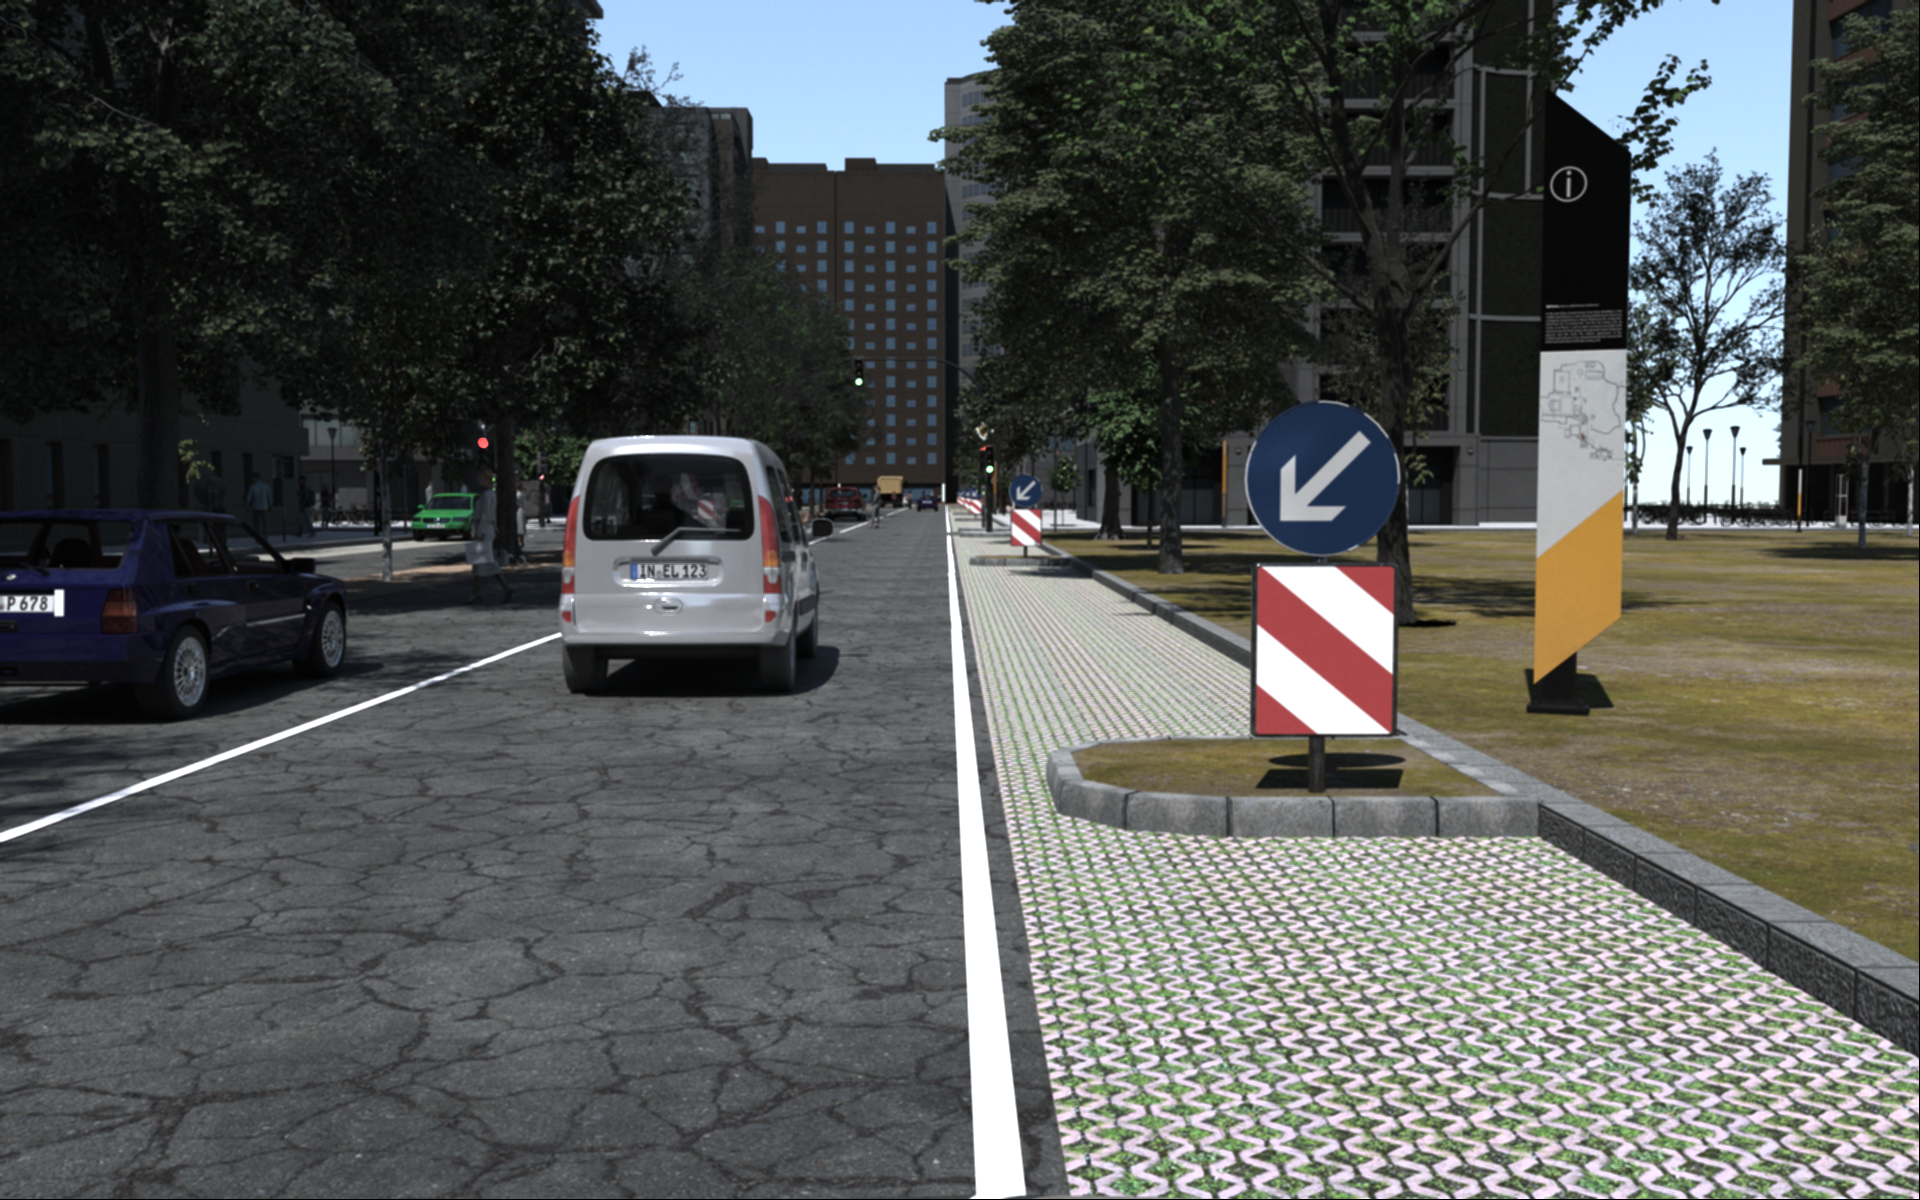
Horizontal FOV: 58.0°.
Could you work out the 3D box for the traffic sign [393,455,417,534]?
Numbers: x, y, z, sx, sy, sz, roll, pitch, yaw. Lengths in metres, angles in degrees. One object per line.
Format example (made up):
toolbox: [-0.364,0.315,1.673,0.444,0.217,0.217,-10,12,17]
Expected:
traffic sign: [-17.983,-3.425,56.099,0.768,2.556,0.104,0,4,2]

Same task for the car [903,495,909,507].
car: [-6.798,-11.467,199.839,2.083,1.381,4.827,0,3,0]

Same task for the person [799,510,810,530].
person: [-2.284,-0.664,24.370,0.382,1.210,0.505,0,4,-2]

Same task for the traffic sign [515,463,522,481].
traffic sign: [-18.028,-4.268,69.883,0.768,2.556,0.104,0,4,6]

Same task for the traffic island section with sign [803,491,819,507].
traffic island section with sign: [-16.672,-11.424,195.415,1.989,1.847,2.006,0,4,0]

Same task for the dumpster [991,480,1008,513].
dumpster: [2.599,-7.206,120.316,1.502,2.255,1.985,0,4,0]

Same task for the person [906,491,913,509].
person: [-4.871,-9.606,166.269,0.721,1.736,1.217,-2,4,-34]

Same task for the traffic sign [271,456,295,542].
traffic sign: [-18.005,-2.689,46.089,0.606,2.300,0.079,0,4,1]

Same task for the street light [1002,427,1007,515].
street light: [2.648,-8.054,104.462,0.468,5.910,1.993,0,4,0]

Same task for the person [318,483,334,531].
person: [-23.095,-3.342,63.121,0.573,1.828,0.580,-2,4,-24]

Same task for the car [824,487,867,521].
car: [-6.188,-5.203,93.742,2.281,1.827,5.304,0,4,0]

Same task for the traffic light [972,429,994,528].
traffic light: [0.889,-4.712,65.954,0.839,4.253,0.868,0,4,0]

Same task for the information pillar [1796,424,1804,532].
information pillar: [28.176,-4.080,58.064,0.183,3.616,0.504,2,4,27]

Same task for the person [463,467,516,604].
person: [-6.175,-0.846,22.687,0.624,1.780,0.694,0,4,4]

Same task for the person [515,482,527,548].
person: [-11.640,-2.224,45.426,0.524,1.755,0.480,1,4,13]

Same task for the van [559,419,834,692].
van: [-2.052,-0.422,13.905,2.013,2.044,4.112,0,4,-1]

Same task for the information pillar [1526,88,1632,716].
information pillar: [3.586,-1.142,10.022,0.504,3.616,0.183,1,4,23]

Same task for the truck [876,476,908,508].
truck: [-7.518,-11.756,188.140,3.469,3.379,9.791,0,4,0]

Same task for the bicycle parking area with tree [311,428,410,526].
bicycle parking area with tree: [-27.691,-5.251,72.853,9.016,4.147,8.231,1,4,19]

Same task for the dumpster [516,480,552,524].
dumpster: [-18.208,-4.162,73.800,1.264,1.857,1.865,0,4,-1]

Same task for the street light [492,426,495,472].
street light: [-17.913,-5.730,66.477,0.468,5.910,1.993,0,4,0]

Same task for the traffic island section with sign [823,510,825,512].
traffic island section with sign: [-10.189,-8.113,140.778,2.006,1.907,1.989,0,4,0]

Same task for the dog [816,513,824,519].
dog: [-7.918,-4.734,97.601,0.550,0.427,0.748,-1,4,-19]

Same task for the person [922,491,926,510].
person: [-3.238,-9.159,158.967,0.721,1.735,1.217,1,4,16]

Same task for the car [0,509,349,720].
car: [-5.755,0.014,12.352,1.945,1.354,3.894,0,4,0]

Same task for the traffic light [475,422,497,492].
traffic light: [-15.804,-4.214,57.814,0.839,4.253,0.868,0,4,0]

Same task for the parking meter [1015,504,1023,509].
parking meter: [2.814,-4.705,82.644,0.255,1.863,0.399,-2,4,-31]

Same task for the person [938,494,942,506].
person: [-2.537,-12.523,216.440,0.628,1.438,0.799,-3,5,-44]

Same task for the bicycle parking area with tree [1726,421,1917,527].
bicycle parking area with tree: [33.141,-5.107,70.494,9.016,4.147,8.231,0,4,6]

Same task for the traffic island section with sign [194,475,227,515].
traffic island section with sign: [-15.327,-1.610,34.950,1.989,1.847,2.006,0,4,0]

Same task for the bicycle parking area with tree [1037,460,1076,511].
bicycle parking area with tree: [10.628,-9.145,136.530,8.231,4.147,9.016,-2,4,-32]

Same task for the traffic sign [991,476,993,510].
traffic sign: [2.394,-7.728,126.359,0.884,2.594,0.081,0,4,5]

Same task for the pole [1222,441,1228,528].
pole: [10.122,-4.427,66.220,0.158,3.312,0.155,0,3,0]

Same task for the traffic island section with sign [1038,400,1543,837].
traffic island section with sign: [1.425,0.031,8.124,1.989,1.847,2.006,0,4,0]

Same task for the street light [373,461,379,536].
street light: [-17.889,-4.900,52.909,0.468,5.910,1.993,0,4,0]

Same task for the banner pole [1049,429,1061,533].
banner pole: [3.175,-4.098,57.027,0.401,3.779,0.863,0,4,-5]

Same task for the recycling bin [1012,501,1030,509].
recycling bin: [3.068,-4.533,86.671,0.722,1.027,0.722,2,4,25]

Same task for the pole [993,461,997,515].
pole: [2.178,-6.978,107.938,0.158,3.312,0.155,0,3,0]

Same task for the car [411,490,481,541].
car: [-15.652,-2.747,53.704,1.959,1.807,4.718,0,4,-2]

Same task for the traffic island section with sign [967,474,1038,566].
traffic island section with sign: [1.192,-1.618,35.078,1.989,1.847,2.006,0,4,0]

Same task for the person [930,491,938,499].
person: [-3.159,-11.779,201.820,1.217,1.736,0.721,-2,4,-32]

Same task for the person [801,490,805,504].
person: [-19.872,-12.812,216.243,1.217,1.743,0.721,-2,4,-34]

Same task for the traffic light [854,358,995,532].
traffic light: [-1.135,-5.085,57.811,4.771,5.953,1.251,0,4,0]

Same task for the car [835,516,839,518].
car: [-6.640,-5.715,102.244,1.959,1.807,4.718,0,4,1]

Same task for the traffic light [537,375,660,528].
traffic light: [-13.780,-5.577,65.851,4.771,5.953,1.251,0,4,0]

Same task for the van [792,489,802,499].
van: [-13.522,-8.006,137.907,2.013,2.044,4.112,0,4,-2]

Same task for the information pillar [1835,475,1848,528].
information pillar: [33.466,-3.746,65.747,0.304,2.012,0.304,0,3,0]

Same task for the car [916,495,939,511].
car: [-2.711,-8.094,144.919,1.945,1.354,3.894,0,3,0]

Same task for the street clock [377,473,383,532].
street clock: [-19.549,-3.299,58.510,0.471,2.002,0.358,3,5,45]

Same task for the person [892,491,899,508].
person: [-6.508,-10.080,174.025,0.721,1.743,1.217,2,4,33]

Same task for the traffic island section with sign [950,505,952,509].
traffic island section with sign: [0.496,-6.752,119.019,1.989,1.847,2.006,0,4,0]

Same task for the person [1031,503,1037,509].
person: [3.889,-5.078,89.812,0.466,1.731,0.760,3,4,38]

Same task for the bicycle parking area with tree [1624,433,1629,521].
bicycle parking area with tree: [31.946,-5.616,78.831,9.016,4.147,8.231,0,4,-5]

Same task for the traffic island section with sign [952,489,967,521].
traffic island section with sign: [0.713,-5.053,91.236,1.989,1.847,2.006,0,4,0]

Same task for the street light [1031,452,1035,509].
street light: [2.942,-5.932,69.772,0.468,5.910,1.993,0,4,0]
